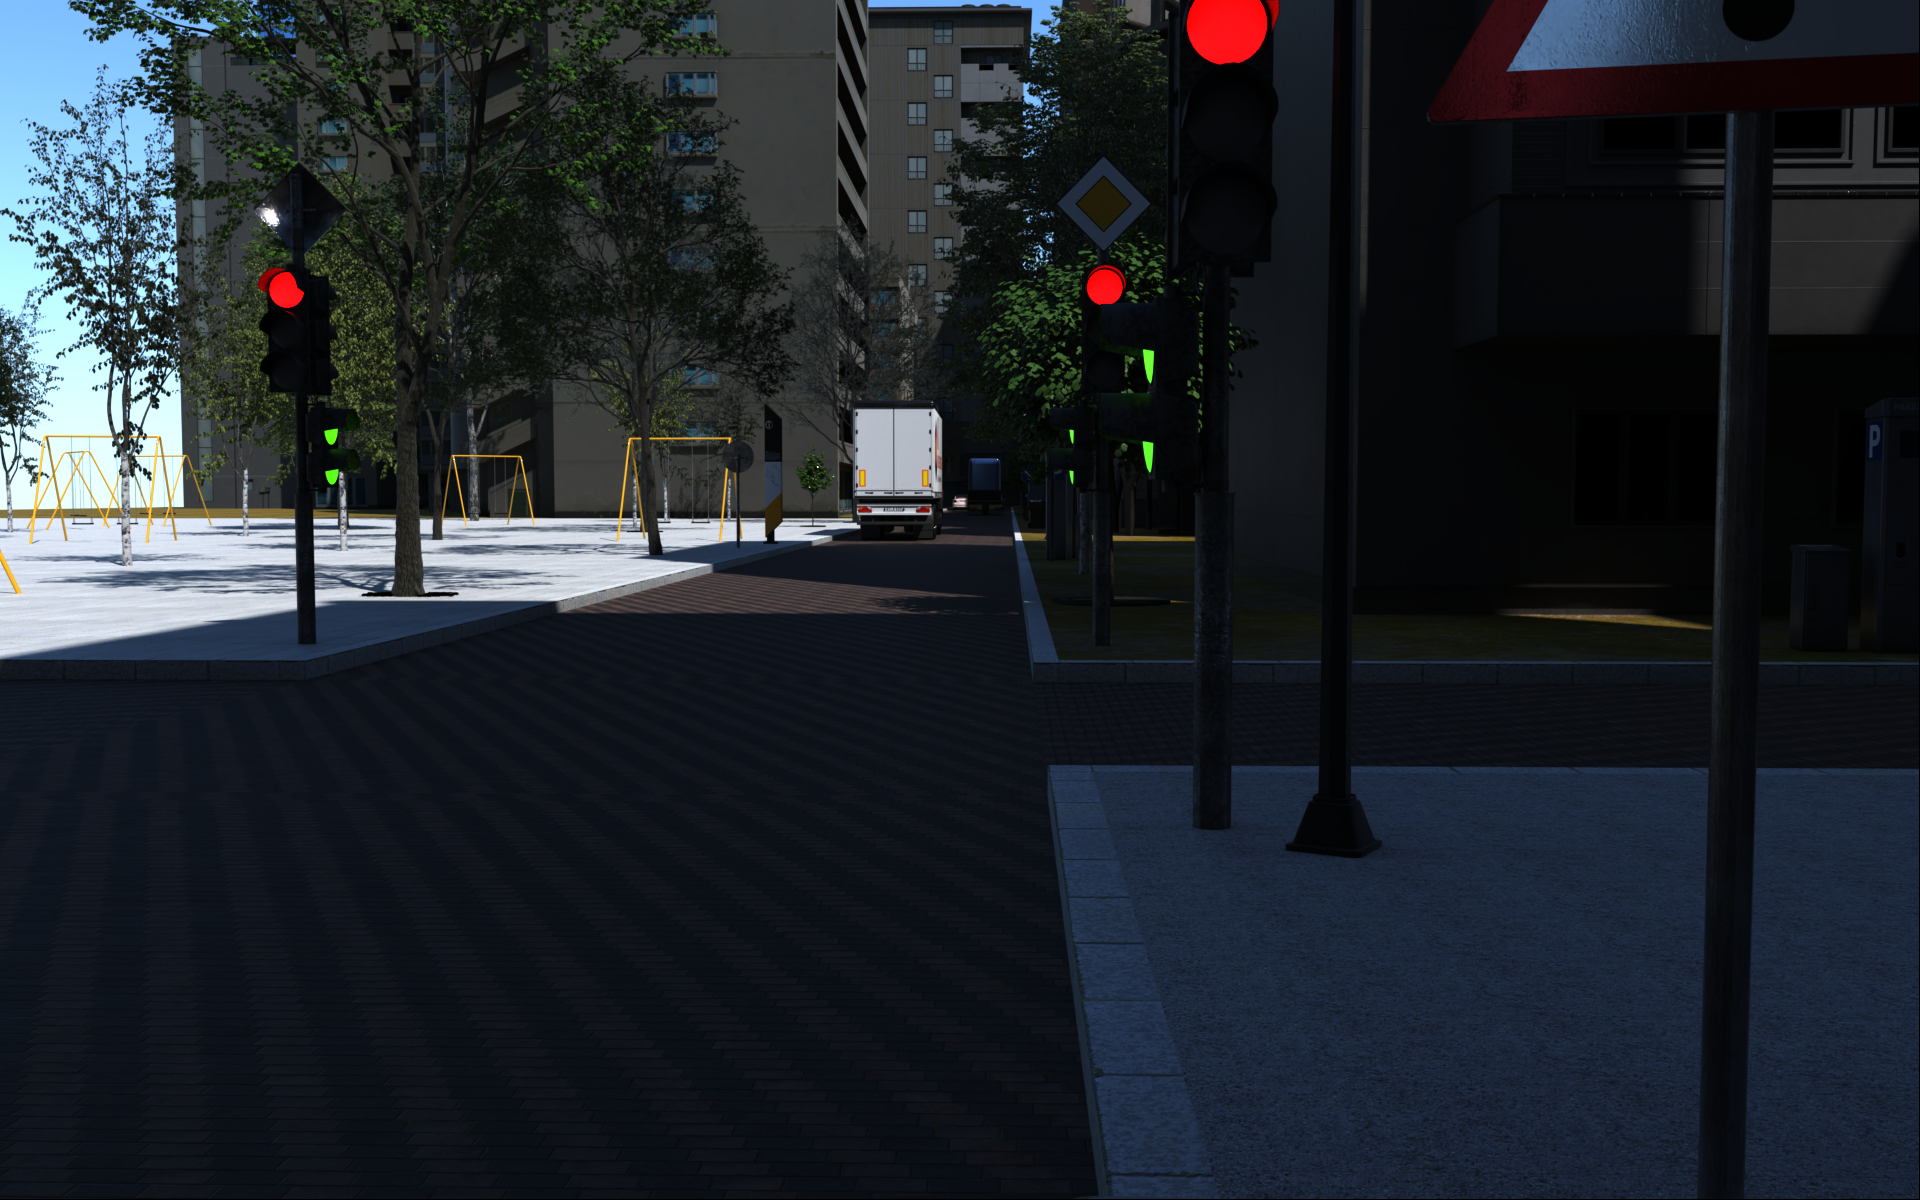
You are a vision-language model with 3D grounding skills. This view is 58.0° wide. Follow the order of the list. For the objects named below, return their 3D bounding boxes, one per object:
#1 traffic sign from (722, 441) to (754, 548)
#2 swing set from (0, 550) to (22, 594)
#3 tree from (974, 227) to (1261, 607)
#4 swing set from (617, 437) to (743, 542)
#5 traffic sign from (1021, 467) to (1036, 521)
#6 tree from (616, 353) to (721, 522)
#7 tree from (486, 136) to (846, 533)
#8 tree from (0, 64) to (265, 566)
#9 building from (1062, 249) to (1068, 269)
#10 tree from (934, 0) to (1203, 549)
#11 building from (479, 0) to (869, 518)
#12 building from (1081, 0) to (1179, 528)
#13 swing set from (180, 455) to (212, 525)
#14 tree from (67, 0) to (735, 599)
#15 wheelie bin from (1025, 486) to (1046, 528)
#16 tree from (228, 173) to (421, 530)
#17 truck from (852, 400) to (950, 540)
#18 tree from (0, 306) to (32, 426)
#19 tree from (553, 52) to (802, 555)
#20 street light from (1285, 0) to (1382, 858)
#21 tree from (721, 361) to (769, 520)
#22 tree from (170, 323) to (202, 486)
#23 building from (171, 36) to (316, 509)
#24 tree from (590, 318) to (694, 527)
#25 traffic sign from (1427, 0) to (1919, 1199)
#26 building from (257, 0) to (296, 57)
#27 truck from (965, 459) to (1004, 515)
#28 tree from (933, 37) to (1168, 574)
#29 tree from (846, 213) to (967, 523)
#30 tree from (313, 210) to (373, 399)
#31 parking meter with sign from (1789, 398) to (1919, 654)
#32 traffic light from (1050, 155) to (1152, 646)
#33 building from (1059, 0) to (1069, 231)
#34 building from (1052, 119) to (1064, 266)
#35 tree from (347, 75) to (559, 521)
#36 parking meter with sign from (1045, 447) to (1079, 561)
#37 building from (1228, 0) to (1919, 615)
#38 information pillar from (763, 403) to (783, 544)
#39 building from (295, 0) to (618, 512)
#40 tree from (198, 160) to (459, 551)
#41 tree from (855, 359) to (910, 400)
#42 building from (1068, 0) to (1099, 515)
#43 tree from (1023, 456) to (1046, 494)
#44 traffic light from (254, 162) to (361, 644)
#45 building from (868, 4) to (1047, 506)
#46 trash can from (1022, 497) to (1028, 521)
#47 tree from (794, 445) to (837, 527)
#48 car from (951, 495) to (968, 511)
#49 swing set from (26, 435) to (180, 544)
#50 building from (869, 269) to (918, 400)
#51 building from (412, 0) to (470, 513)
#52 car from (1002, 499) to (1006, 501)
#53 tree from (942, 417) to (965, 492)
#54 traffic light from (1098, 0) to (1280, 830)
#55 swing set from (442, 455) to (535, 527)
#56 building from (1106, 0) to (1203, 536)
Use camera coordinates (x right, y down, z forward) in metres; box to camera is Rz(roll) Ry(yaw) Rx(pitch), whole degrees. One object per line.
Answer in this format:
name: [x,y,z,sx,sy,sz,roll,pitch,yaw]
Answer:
traffic sign: [-5.302,-2.522,41.345,0.768,2.556,0.104,0,4,2]
swing set: [-13.565,-1.415,20.751,2.862,2.851,3.119,0,4,1]
tree: [1.846,-2.241,20.349,4.285,4.588,4.351,0,3,0]
swing set: [-7.640,-3.089,48.117,3.119,2.851,2.862,0,4,5]
traffic sign: [3.303,-5.043,82.557,0.768,2.556,0.104,1,4,9]
tree: [-13.555,-7.886,79.298,4.360,8.622,3.978,0,3,0]
tree: [-10.646,-9.026,57.937,12.009,13.543,11.850,0,3,0]
tree: [-14.709,-4.924,30.863,4.360,8.622,3.978,0,3,0]
building: [20.954,-16.729,118.561,27.650,21.520,28.899,0,4,2]
tree: [3.308,-7.459,40.084,7.486,12.596,7.792,0,3,0]
building: [-16.775,-29.157,100.426,21.300,48.544,21.600,0,4,2]
building: [12.093,-17.099,76.836,12.463,27.353,25.104,0,4,2]
swing set: [-32.333,-4.425,69.965,3.119,2.851,2.862,1,4,15]
tree: [-6.776,-5.857,21.510,9.928,11.665,9.643,0,3,0]
wheelie bin: [2.900,-3.483,64.858,0.980,1.594,0.693,1,4,20]
tree: [-22.325,-8.771,61.537,7.486,12.596,7.792,0,3,0]
truck: [-1.879,-4.191,57.440,2.839,4.237,11.283,0,4,1]
tree: [-29.526,-6.933,47.766,7.601,10.594,8.767,0,4,-7]
tree: [-6.743,-6.225,36.194,7.601,10.594,8.767,0,4,4]
street light: [0.815,-2.054,6.122,1.470,5.913,1.316,0,4,2]
tree: [-11.547,-8.317,86.342,4.360,8.622,3.978,0,3,0]
tree: [-21.892,-6.262,52.751,4.737,8.622,4.395,0,3,0]
building: [-61.681,-29.057,158.675,14.086,41.232,14.154,0,4,2]
tree: [-12.459,-7.157,67.386,4.737,8.622,4.395,0,3,0]
traffic sign: [1.112,-0.151,2.471,0.884,2.594,0.081,1,4,10]
building: [-61.535,-53.462,186.771,31.000,86.520,22.319,0,4,2]
truck: [1.803,-8.284,125.200,2.967,4.110,18.799,0,4,1]
tree: [1.754,-4.719,27.514,4.360,8.622,3.978,0,3,0]
tree: [-4.761,-10.185,76.895,12.009,13.543,11.850,0,3,0]
tree: [-14.642,-6.932,47.747,8.767,10.594,7.601,0,4,2]
parking meter with sign: [7.730,-1.086,14.024,1.738,3.016,0.543,0,4,8]
traffic light: [1.178,-1.568,14.554,0.839,4.253,0.868,0,4,2]
building: [19.748,-32.280,147.388,23.786,49.044,30.456,0,4,2]
building: [16.829,-30.434,181.198,14.086,41.232,14.154,0,4,2]
tree: [-23.899,-13.775,81.103,12.611,20.169,13.585,0,3,0]
parking meter with sign: [1.973,-2.302,33.895,0.543,3.016,1.738,1,4,14]
building: [16.215,-14.012,22.607,24.014,27.812,14.314,0,4,2]
information pillar: [-4.808,-3.254,44.551,0.504,3.616,0.183,1,4,23]
building: [-43.967,-32.412,153.635,21.600,48.544,21.300,0,4,2]
tree: [-13.715,-5.405,38.741,4.737,8.622,4.395,0,3,0]
tree: [-3.853,-8.594,90.876,4.360,8.622,3.978,0,3,0]
building: [13.149,-27.271,95.987,14.600,45.320,14.200,0,4,2]
tree: [3.626,-4.695,71.367,1.663,3.219,1.824,0,3,0]
traffic light: [-5.581,-1.578,14.727,0.839,4.253,0.868,0,4,2]
building: [-3.948,-36.711,189.465,27.495,52.752,28.713,0,4,2]
trash can: [3.349,-4.390,83.426,0.748,1.137,0.748,0,3,0]
tree: [-5.626,-4.471,67.709,1.663,3.219,1.824,0,3,0]
car: [0.278,-8.546,152.082,2.083,1.381,4.827,0,4,1]
swing set: [-22.937,-2.969,46.155,3.119,2.851,2.862,-1,4,-10]
building: [-18.821,-18.678,150.419,28.899,21.520,27.650,0,4,2]
building: [-21.297,-26.419,123.832,32.217,40.220,23.993,0,4,2]
car: [2.952,-8.564,150.248,2.015,1.641,3.980,0,4,3]
tree: [-1.771,-12.867,160.735,4.737,8.622,4.395,0,3,0]
traffic light: [0.953,-1.080,6.572,0.839,4.253,0.868,0,4,2]
swing set: [-19.269,-4.436,70.144,3.119,2.851,2.862,-3,4,-36]
building: [13.085,-11.541,56.142,16.820,18.784,16.811,0,4,2]
